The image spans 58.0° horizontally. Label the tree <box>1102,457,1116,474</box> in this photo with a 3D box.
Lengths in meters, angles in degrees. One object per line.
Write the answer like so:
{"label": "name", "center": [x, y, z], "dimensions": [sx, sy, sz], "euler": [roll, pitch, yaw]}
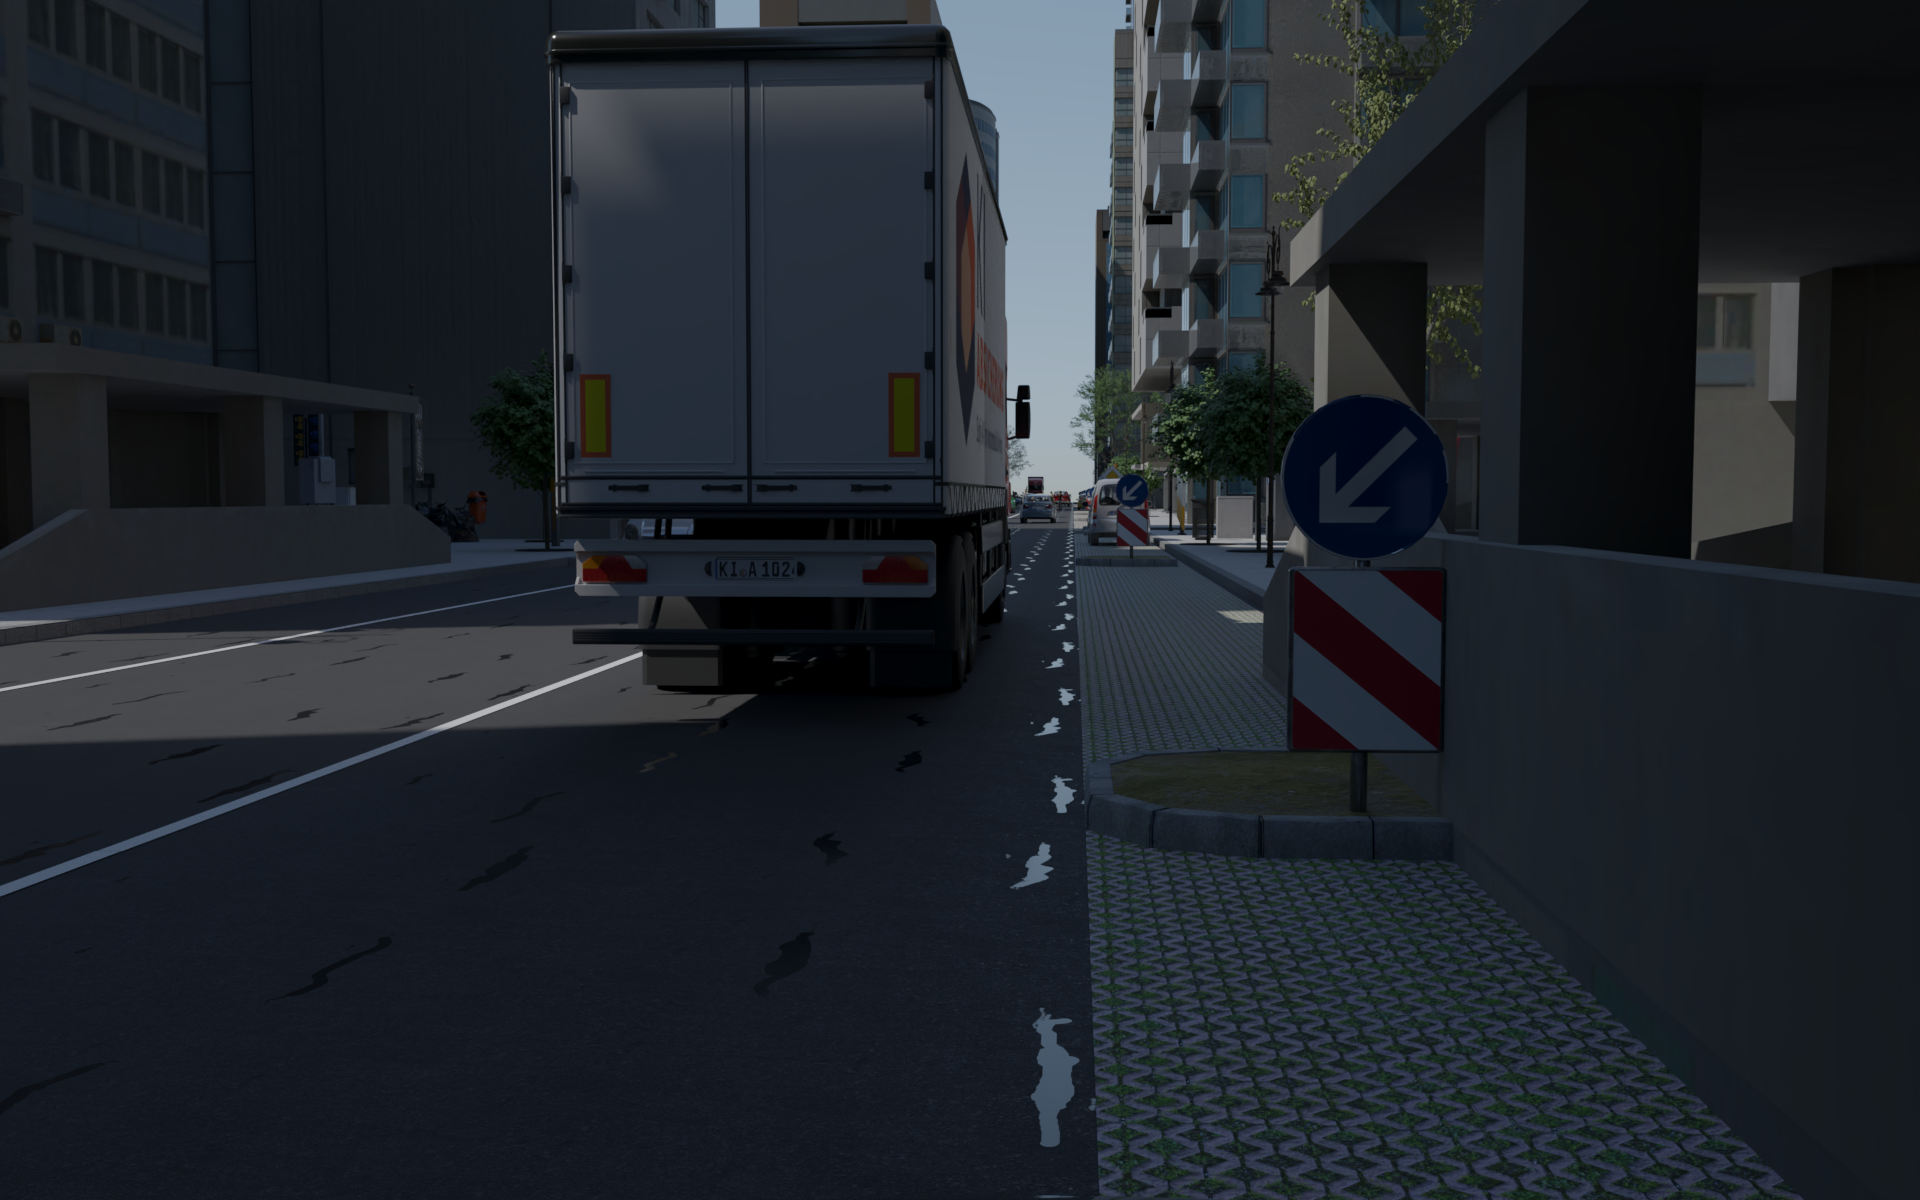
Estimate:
{"label": "tree", "center": [6.230, -3.675, 43.800], "dimensions": [4.285, 4.588, 4.351], "euler": [0, 3, 0]}

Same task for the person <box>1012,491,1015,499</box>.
{"label": "person", "center": [6.393, -12.269, 209.104], "dimensions": [0.705, 1.824, 1.348], "euler": [-2, 4, -26]}

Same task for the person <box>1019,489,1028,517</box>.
{"label": "person", "center": [3.800, -5.607, 100.927], "dimensions": [0.760, 1.731, 0.466], "euler": [1, 4, 14]}

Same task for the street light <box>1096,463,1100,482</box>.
{"label": "street light", "center": [17.669, -15.056, 218.957], "dimensions": [0.468, 5.910, 1.993], "euler": [0, 4, 4]}

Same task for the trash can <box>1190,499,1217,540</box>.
{"label": "trash can", "center": [6.781, -2.241, 48.301], "dimensions": [0.748, 1.137, 0.748], "euler": [0, 3, 0]}

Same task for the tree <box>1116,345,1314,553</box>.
{"label": "tree", "center": [6.579, -3.345, 38.398], "dimensions": [4.285, 4.588, 4.351], "euler": [0, 3, 0]}

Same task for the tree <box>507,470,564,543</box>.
{"label": "tree", "center": [-11.154, -3.163, 46.321], "dimensions": [1.663, 3.219, 1.824], "euler": [0, 3, 0]}

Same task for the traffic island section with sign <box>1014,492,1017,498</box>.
{"label": "traffic island section with sign", "center": [8.979, -16.477, 278.025], "dimensions": [1.989, 1.847, 2.006], "euler": [0, 4, 4]}

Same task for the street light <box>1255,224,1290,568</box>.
{"label": "street light", "center": [5.401, -3.499, 30.001], "dimensions": [0.468, 5.910, 1.993], "euler": [0, 4, 4]}

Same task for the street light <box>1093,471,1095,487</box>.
{"label": "street light", "center": [19.175, -16.427, 241.365], "dimensions": [0.468, 5.910, 1.993], "euler": [0, 4, 4]}

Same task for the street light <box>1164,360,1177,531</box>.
{"label": "street light", "center": [7.273, -5.312, 59.643], "dimensions": [0.468, 5.910, 1.993], "euler": [0, 4, 4]}

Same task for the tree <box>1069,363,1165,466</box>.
{"label": "tree", "center": [12.364, -12.861, 136.026], "dimensions": [9.928, 11.665, 9.643], "euler": [0, 3, 0]}

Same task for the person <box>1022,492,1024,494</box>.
{"label": "person", "center": [8.358, -13.391, 228.155], "dimensions": [1.217, 1.736, 0.721], "euler": [3, 4, 36]}

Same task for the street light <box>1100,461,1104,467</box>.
{"label": "street light", "center": [15.821, -13.235, 189.176], "dimensions": [0.468, 5.910, 1.993], "euler": [0, 4, 4]}

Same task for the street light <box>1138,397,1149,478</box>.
{"label": "street light", "center": [8.770, -6.721, 82.674], "dimensions": [0.468, 5.910, 1.993], "euler": [0, 4, 4]}

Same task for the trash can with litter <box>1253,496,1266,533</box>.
{"label": "trash can with litter", "center": [9.817, -2.840, 57.492], "dimensions": [1.678, 1.210, 2.233], "euler": [-1, 4, -16]}

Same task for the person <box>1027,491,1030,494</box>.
{"label": "person", "center": [9.560, -14.337, 242.535], "dimensions": [1.348, 1.869, 0.705], "euler": [2, 4, 26]}

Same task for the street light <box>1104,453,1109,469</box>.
{"label": "street light", "center": [13.760, -11.423, 159.546], "dimensions": [0.468, 5.910, 1.993], "euler": [0, 4, 4]}

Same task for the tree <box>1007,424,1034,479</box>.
{"label": "tree", "center": [7.723, -23.896, 301.061], "dimensions": [12.009, 13.543, 11.850], "euler": [0, 3, 0]}

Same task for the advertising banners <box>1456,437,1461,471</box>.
{"label": "advertising banners", "center": [13.588, -3.338, 50.757], "dimensions": [2.074, 3.025, 0.090], "euler": [1, 4, 23]}

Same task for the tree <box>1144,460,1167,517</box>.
{"label": "tree", "center": [10.607, -6.303, 97.658], "dimensions": [1.663, 3.219, 1.824], "euler": [0, 3, 0]}

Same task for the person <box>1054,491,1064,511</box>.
{"label": "person", "center": [8.387, -8.376, 146.271], "dimensions": [0.721, 1.723, 1.217], "euler": [-3, 5, -41]}

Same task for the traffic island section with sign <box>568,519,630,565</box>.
{"label": "traffic island section with sign", "center": [-6.849, -1.658, 35.734], "dimensions": [1.989, 1.847, 2.006], "euler": [0, 4, 4]}

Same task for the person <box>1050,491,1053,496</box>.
{"label": "person", "center": [9.299, -10.334, 178.249], "dimensions": [0.721, 1.735, 1.217], "euler": [-1, 4, -16]}

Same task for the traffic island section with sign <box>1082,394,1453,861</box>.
{"label": "traffic island section with sign", "center": [1.557, 0.058, 7.684], "dimensions": [1.989, 1.847, 2.006], "euler": [0, 4, 4]}

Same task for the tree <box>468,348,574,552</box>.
{"label": "tree", "center": [-9.372, -3.389, 39.123], "dimensions": [4.285, 4.588, 4.351], "euler": [0, 3, 0]}

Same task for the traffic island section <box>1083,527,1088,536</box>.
{"label": "traffic island section", "center": [5.316, -2.322, 60.249], "dimensions": [2.009, 0.180, 2.903], "euler": [0, 4, 4]}

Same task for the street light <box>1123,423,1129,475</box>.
{"label": "street light", "center": [10.816, -8.555, 112.664], "dimensions": [0.468, 5.910, 1.993], "euler": [0, 4, 4]}

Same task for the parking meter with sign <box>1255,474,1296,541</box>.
{"label": "parking meter with sign", "center": [8.802, -3.131, 47.457], "dimensions": [1.738, 3.016, 0.543], "euler": [-2, 4, -27]}

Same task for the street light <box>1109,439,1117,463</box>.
{"label": "street light", "center": [12.693, -10.368, 142.305], "dimensions": [0.468, 5.910, 1.993], "euler": [0, 4, 4]}

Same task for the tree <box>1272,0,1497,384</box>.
{"label": "tree", "center": [5.945, -4.425, 22.719], "dimensions": [4.737, 8.622, 4.395], "euler": [0, 3, 0]}

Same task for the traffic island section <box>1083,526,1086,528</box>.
{"label": "traffic island section", "center": [5.837, -2.810, 68.217], "dimensions": [2.009, 0.180, 2.903], "euler": [0, 4, 4]}

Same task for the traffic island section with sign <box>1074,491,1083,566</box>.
{"label": "traffic island section with sign", "center": [3.331, -1.606, 34.886], "dimensions": [1.989, 1.847, 2.006], "euler": [0, 4, 4]}
